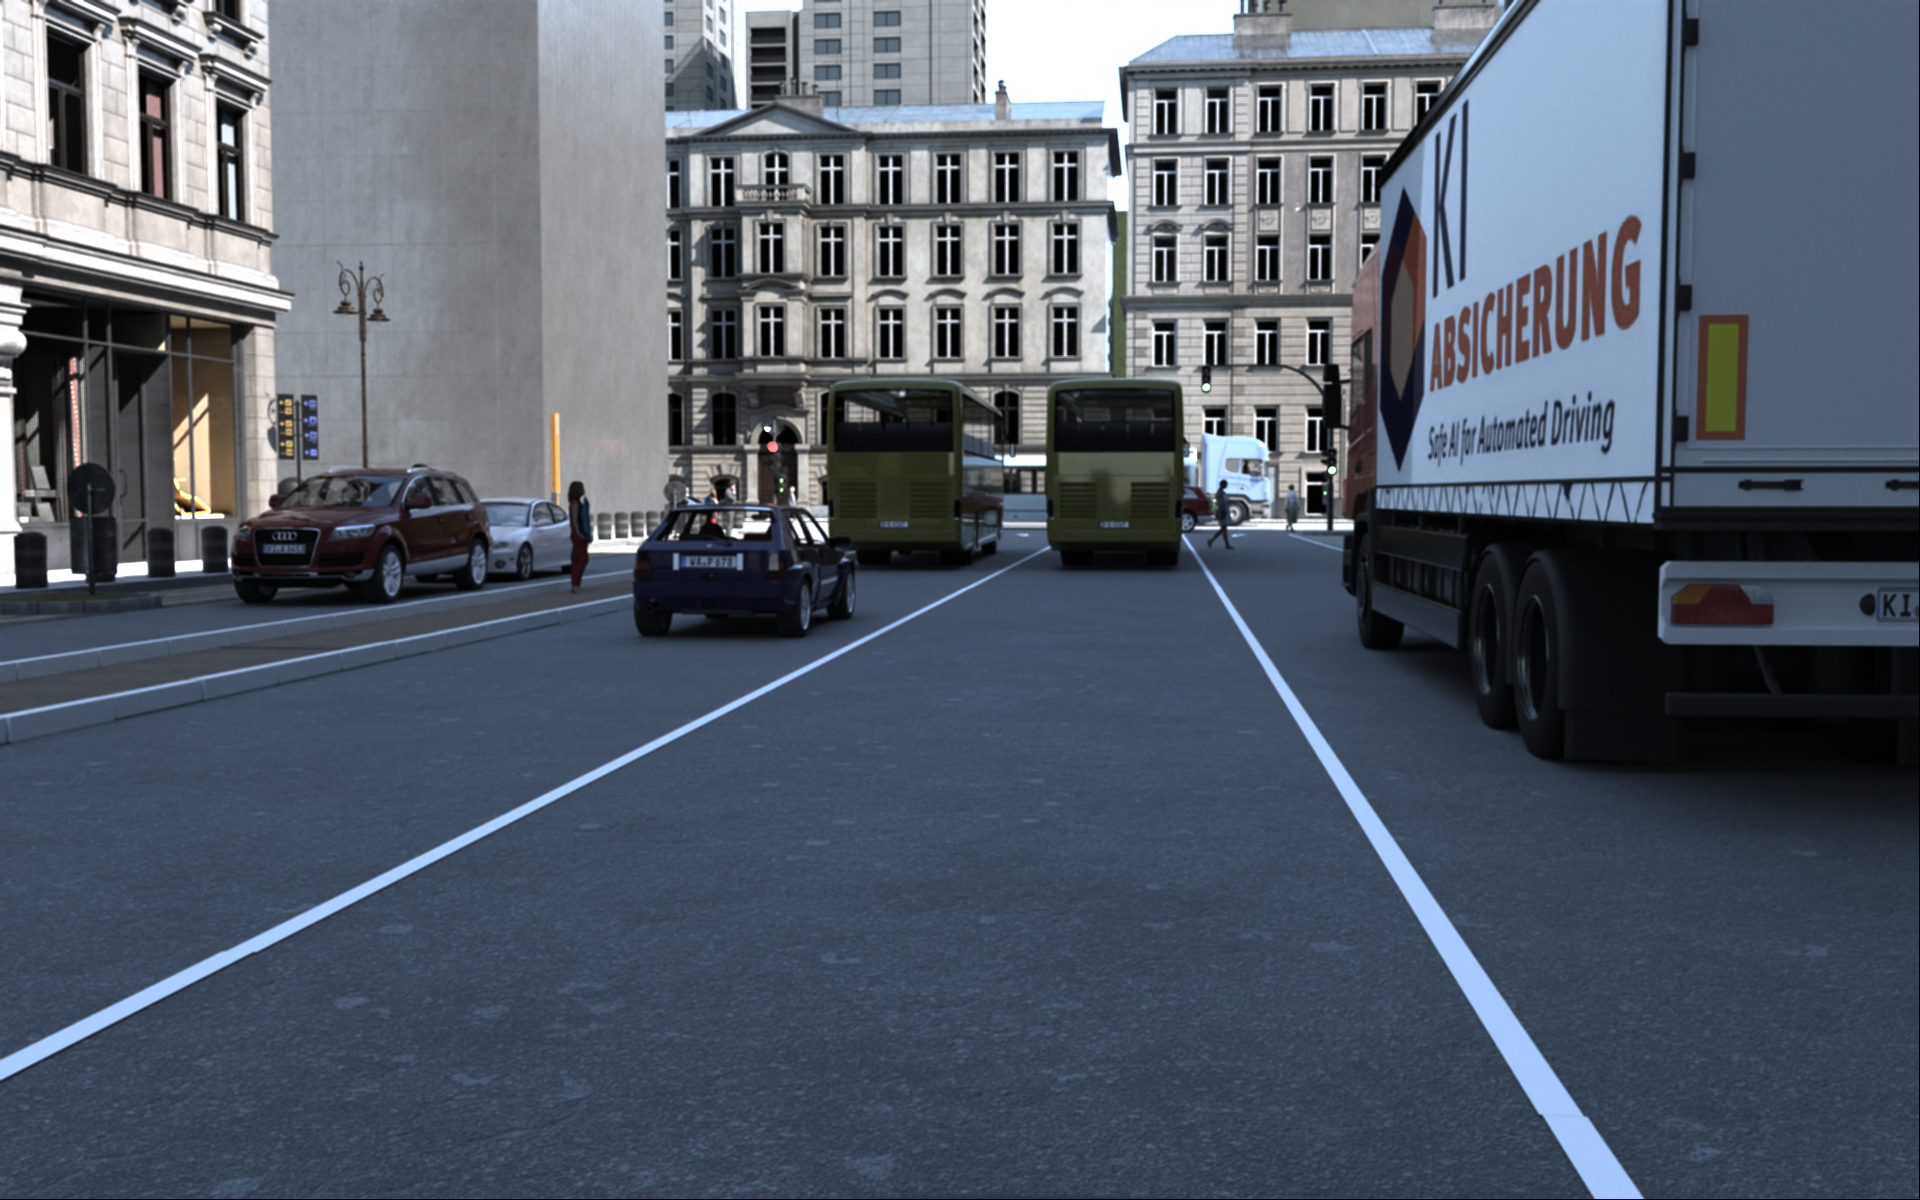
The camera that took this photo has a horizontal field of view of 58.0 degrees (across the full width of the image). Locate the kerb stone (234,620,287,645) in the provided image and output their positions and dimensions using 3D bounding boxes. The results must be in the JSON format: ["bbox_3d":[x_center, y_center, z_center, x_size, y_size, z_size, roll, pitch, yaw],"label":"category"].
[{"bbox_3d":[-6.865,0.329,16.818,0.120,0.150,1.000,0,4,6],"label":"kerb stone"}]

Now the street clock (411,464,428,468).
[{"bbox_3d":[-13.089,-2.293,42.063,0.471,2.002,0.358,1,4,11],"label":"street clock"}]

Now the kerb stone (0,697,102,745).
[{"bbox_3d":[-5.460,0.718,10.457,0.120,0.150,1.000,0,4,6],"label":"kerb stone"}]

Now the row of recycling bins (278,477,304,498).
[{"bbox_3d":[-17.697,-2.189,42.911,3.534,1.692,1.069,1,4,16],"label":"row of recycling bins"}]

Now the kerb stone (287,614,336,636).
[{"bbox_3d":[-6.749,0.266,17.841,0.120,0.150,1.000,0,4,6],"label":"kerb stone"}]

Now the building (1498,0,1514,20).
[{"bbox_3d":[20.778,-13.489,39.637,14.460,24.649,34.723,0,4,6],"label":"building"}]

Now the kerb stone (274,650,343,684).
[{"bbox_3d":[-5.123,0.531,13.514,0.120,0.150,1.000,0,4,6],"label":"kerb stone"}]

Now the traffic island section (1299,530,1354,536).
[{"bbox_3d":[12.945,-2.339,60.521,2.009,0.180,2.903,0,4,6],"label":"traffic island section"}]

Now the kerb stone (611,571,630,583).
[{"bbox_3d":[-5.590,-0.358,28.050,0.120,0.150,1.000,0,4,6],"label":"kerb stone"}]

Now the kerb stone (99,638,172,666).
[{"bbox_3d":[-7.090,0.455,14.780,0.120,0.150,1.000,0,4,6],"label":"kerb stone"}]

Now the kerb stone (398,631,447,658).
[{"bbox_3d":[-4.891,0.412,15.556,0.120,0.150,1.000,0,4,6],"label":"kerb stone"}]

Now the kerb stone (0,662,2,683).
[{"bbox_3d":[-7.324,0.583,12.743,0.120,0.150,1.000,0,4,6],"label":"kerb stone"}]

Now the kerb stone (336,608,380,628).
[{"bbox_3d":[-6.627,0.206,18.860,0.120,0.150,1.000,0,4,6],"label":"kerb stone"}]

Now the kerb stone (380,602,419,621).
[{"bbox_3d":[-6.506,0.149,19.878,0.120,0.150,1.000,0,4,6],"label":"kerb stone"}]

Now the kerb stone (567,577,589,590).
[{"bbox_3d":[-5.829,-0.232,26.001,0.120,0.150,1.000,0,4,6],"label":"kerb stone"}]

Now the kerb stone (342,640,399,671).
[{"bbox_3d":[-5.007,0.469,14.532,0.120,0.150,1.000,0,4,6],"label":"kerb stone"}]

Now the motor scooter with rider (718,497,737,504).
[{"bbox_3d":[-11.453,-4.666,85.250,1.986,1.779,0.876,0,4,7],"label":"motor scooter with rider"}]

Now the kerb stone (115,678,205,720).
[{"bbox_3d":[-5.355,0.660,11.477,0.120,0.150,1.000,0,4,6],"label":"kerb stone"}]

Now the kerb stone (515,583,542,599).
[{"bbox_3d":[-6.053,-0.108,23.960,0.120,0.150,1.000,0,4,6],"label":"kerb stone"}]

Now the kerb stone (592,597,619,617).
[{"bbox_3d":[-4.312,0.095,20.672,0.120,0.150,1.000,0,4,6],"label":"kerb stone"}]

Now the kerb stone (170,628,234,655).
[{"bbox_3d":[-6.971,0.391,15.798,0.120,0.150,1.000,0,4,6],"label":"kerb stone"}]

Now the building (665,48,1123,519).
[{"bbox_3d":[-8.759,-16.831,94.268,34.723,24.649,14.460,0,4,6],"label":"building"}]

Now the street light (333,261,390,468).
[{"bbox_3d":[-11.882,-3.777,34.549,0.468,5.910,1.993,0,4,6],"label":"street light"}]

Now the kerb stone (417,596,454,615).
[{"bbox_3d":[-6.393,0.079,20.900,0.120,0.150,1.000,0,4,6],"label":"kerb stone"}]

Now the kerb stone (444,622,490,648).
[{"bbox_3d":[-4.778,0.347,16.581,0.120,0.150,1.000,0,4,6],"label":"kerb stone"}]

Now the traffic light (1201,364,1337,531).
[{"bbox_3d":[10.818,-5.250,60.505,4.771,5.953,1.251,0,4,6],"label":"traffic light"}]

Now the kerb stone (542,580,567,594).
[{"bbox_3d":[-5.940,-0.170,24.979,0.120,0.150,1.000,0,4,6],"label":"kerb stone"}]

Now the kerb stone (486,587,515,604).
[{"bbox_3d":[-6.168,-0.041,22.940,0.120,0.150,1.000,0,4,6],"label":"kerb stone"}]

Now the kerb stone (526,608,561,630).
[{"bbox_3d":[-4.549,0.218,18.625,0.120,0.150,1.000,0,4,6],"label":"kerb stone"}]

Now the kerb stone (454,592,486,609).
[{"bbox_3d":[-6.276,0.017,21.919,0.120,0.150,1.000,0,4,6],"label":"kerb stone"}]

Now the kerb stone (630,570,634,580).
[{"bbox_3d":[-5.467,-0.420,29.070,0.120,0.150,1.000,0,4,6],"label":"kerb stone"}]

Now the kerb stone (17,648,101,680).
[{"bbox_3d":[-7.207,0.521,13.762,0.120,0.150,1.000,0,4,6],"label":"kerb stone"}]

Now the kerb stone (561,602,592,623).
[{"bbox_3d":[-4.420,0.156,19.644,0.120,0.150,1.000,0,4,6],"label":"kerb stone"}]

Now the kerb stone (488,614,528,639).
[{"bbox_3d":[-4.659,0.281,17.599,0.120,0.150,1.000,0,4,6],"label":"kerb stone"}]

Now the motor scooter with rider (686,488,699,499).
[{"bbox_3d":[-12.873,-4.532,83.059,1.986,1.779,0.876,0,4,7],"label":"motor scooter with rider"}]

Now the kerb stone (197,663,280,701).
[{"bbox_3d":[-5.234,0.593,12.494,0.120,0.150,1.000,0,4,6],"label":"kerb stone"}]

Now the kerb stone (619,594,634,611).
[{"bbox_3d":[-4.191,0.031,21.698,0.120,0.150,1.000,0,4,6],"label":"kerb stone"}]

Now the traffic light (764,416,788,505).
[{"bbox_3d":[-6.682,-4.507,62.603,0.839,4.253,0.868,0,4,6],"label":"traffic light"}]

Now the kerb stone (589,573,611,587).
[{"bbox_3d":[-5.709,-0.296,27.027,0.120,0.150,1.000,0,4,6],"label":"kerb stone"}]

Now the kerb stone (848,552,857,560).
[{"bbox_3d":[-2.354,-0.969,38.043,0.120,0.150,1.000,0,4,6],"label":"kerb stone"}]
